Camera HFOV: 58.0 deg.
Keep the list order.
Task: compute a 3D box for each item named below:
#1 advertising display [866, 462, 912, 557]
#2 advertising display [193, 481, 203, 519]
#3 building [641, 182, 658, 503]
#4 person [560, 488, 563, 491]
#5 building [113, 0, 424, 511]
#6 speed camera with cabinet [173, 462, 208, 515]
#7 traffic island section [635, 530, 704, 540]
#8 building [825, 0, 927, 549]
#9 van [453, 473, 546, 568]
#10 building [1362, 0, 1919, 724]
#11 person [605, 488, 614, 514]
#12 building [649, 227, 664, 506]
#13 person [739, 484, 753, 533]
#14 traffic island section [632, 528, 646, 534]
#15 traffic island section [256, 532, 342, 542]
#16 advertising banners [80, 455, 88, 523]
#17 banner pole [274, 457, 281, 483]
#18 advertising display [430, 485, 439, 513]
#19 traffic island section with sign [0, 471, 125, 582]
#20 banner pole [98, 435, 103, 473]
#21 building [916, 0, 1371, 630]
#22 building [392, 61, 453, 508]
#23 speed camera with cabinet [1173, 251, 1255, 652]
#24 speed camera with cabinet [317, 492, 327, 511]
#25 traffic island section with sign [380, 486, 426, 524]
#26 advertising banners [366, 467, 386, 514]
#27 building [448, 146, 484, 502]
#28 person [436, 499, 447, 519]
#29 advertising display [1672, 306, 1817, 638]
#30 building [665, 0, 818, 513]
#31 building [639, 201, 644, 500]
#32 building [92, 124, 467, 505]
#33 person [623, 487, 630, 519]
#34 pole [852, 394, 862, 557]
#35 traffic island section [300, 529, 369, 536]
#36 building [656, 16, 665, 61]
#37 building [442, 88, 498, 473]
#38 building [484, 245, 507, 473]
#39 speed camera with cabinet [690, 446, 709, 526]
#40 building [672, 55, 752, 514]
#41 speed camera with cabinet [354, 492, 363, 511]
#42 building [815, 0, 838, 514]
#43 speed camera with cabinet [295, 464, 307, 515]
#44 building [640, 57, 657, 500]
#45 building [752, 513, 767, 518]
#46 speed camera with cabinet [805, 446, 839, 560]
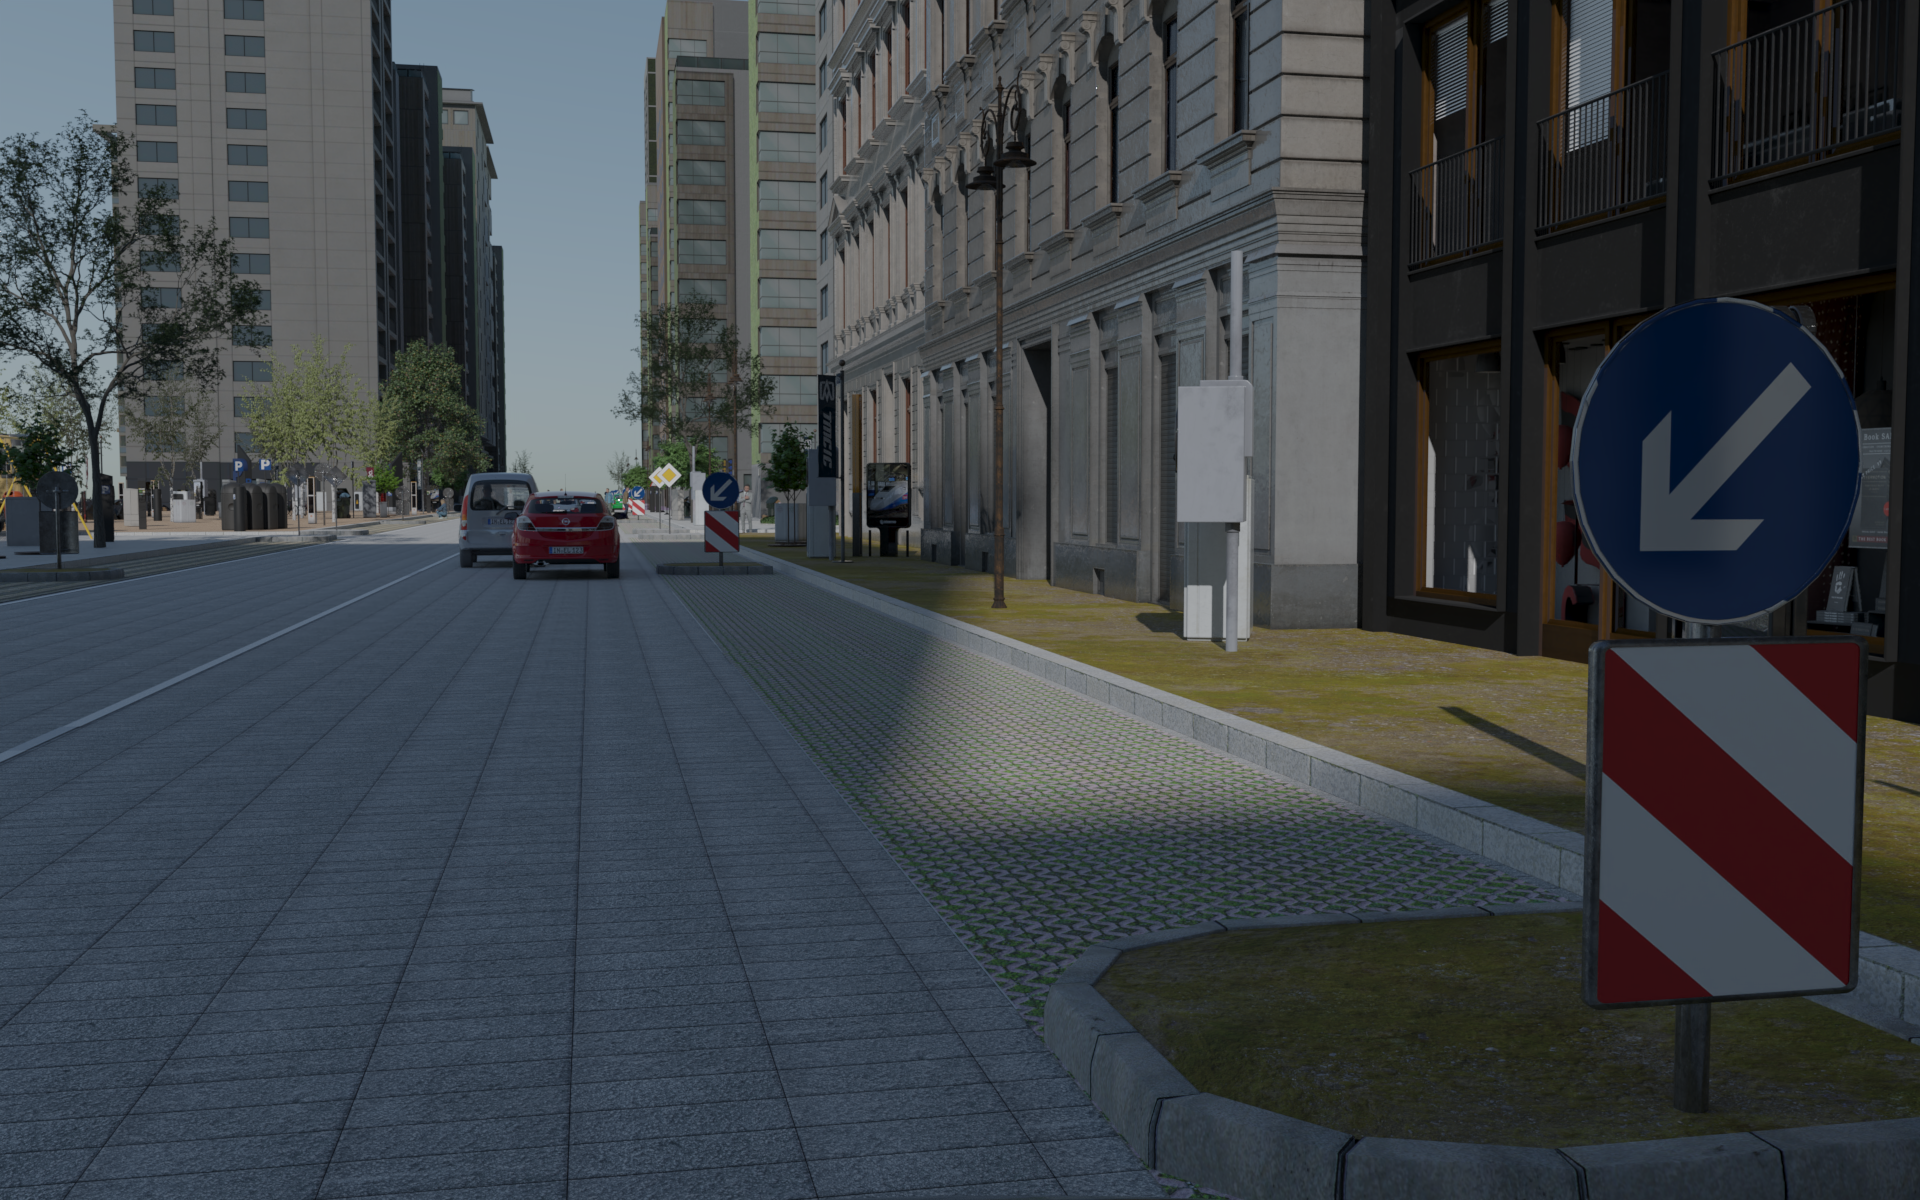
[{"bbox_3d":[-1.457,-1.847,35.406,0.974,1.923,0.123,1,4,23],"label":"advertising display"},{"bbox_3d":[-38.782,-5.076,88.199,0.123,1.923,0.974,-3,5,-43],"label":"advertising display"},{"bbox_3d":[-34.554,-33.466,230.756,14.154,41.232,14.086,-1,4,-12],"label":"building"},{"bbox_3d":[-27.896,-6.906,121.423,0.388,1.821,0.555,2,4,23],"label":"person"},{"bbox_3d":[-54.893,-42.952,140.518,20.563,71.187,20.611,-1,4,-12],"label":"building"},{"bbox_3d":[-47.296,-6.847,106.289,2.038,3.252,0.660,0,4,-2],"label":"speed camera with cabinet"},{"bbox_3d":[-9.295,-2.037,55.589,2.009,0.180,2.903,-1,4,-12],"label":"traffic island section"},{"bbox_3d":[3.078,-12.773,44.993,11.583,22.565,21.152,-1,4,-12],"label":"building"},{"bbox_3d":[-9.286,-1.727,35.243,2.013,2.044,4.112,-1,4,-14],"label":"van"},{"bbox_3d":[11.444,-10.977,9.151,12.332,23.373,15.834,-1,4,-12],"label":"building"},{"bbox_3d":[-20.817,-5.746,102.786,0.601,1.785,0.444,3,4,38],"label":"person"},{"bbox_3d":[-26.988,-25.605,190.337,14.160,30.474,14.107,-1,4,-12],"label":"building"},{"bbox_3d":[-7.536,-3.198,60.972,0.511,1.800,0.466,0,4,-7],"label":"person"},{"bbox_3d":[-10.956,-2.515,63.400,2.009,0.180,2.903,-1,4,-12],"label":"traffic island section"},{"bbox_3d":[-20.341,-1.894,53.254,2.009,0.180,2.903,-1,4,-12],"label":"traffic island section"},{"bbox_3d":[-39.245,-4.981,77.634,0.090,3.025,2.074,-2,4,-35],"label":"advertising banners"},{"bbox_3d":[-41.936,-7.130,106.585,0.401,3.779,0.863,1,4,9],"label":"banner pole"},{"bbox_3d":[-36.512,-7.034,120.225,0.123,1.923,0.974,1,4,22],"label":"advertising display"},{"bbox_3d":[-15.199,-1.245,28.987,1.989,1.847,2.006,-1,4,-12],"label":"traffic island section with sign"},{"bbox_3d":[-36.530,-5.108,73.535,0.401,3.779,0.863,0,4,-3],"label":"banner pole"},{"bbox_3d":[5.665,-10.780,25.397,9.793,20.994,18.267,-1,4,-12],"label":"building"},{"bbox_3d":[-55.115,-29.090,159.223,14.154,41.232,14.086,-1,4,-12],"label":"building"},{"bbox_3d":[2.211,-1.258,14.909,0.660,3.252,2.038,1,4,12],"label":"speed camera with cabinet"},{"bbox_3d":[-48.491,-8.265,129.468,2.038,3.252,0.660,-3,4,-37],"label":"speed camera with cabinet"},{"bbox_3d":[-26.656,-4.545,82.934,1.989,1.847,2.006,-1,4,-12],"label":"traffic island section with sign"},{"bbox_3d":[-37.808,-7.171,113.430,2.074,3.025,0.090,-2,4,-29],"label":"advertising banners"},{"bbox_3d":[-62.501,-31.399,196.962,14.154,41.232,14.086,-1,4,-12],"label":"building"},{"bbox_3d":[-30.001,-5.262,100.027,0.738,1.151,1.012,0,4,4],"label":"person"},{"bbox_3d":[2.853,-0.071,6.370,0.123,1.923,0.974,0,4,3],"label":"advertising display"},{"bbox_3d":[-17.984,-28.403,147.984,14.154,41.232,14.086,-1,4,-12],"label":"building"},{"bbox_3d":[-38.003,-34.300,244.398,14.154,41.232,14.086,-1,4,-12],"label":"building"},{"bbox_3d":[-67.490,-29.641,176.509,32.217,40.220,23.993,-1,4,-12],"label":"building"},{"bbox_3d":[-18.872,-5.470,97.850,0.656,1.842,0.836,2,4,32],"label":"person"},{"bbox_3d":[-2.106,-2.546,35.474,0.158,3.312,0.155,0,3,0],"label":"pole"},{"bbox_3d":[-22.002,-2.372,61.065,2.009,0.180,2.903,-1,4,-12],"label":"traffic island section"},{"bbox_3d":[-21.010,-31.322,162.219,14.600,45.320,14.200,-1,4,-12],"label":"building"},{"bbox_3d":[-76.190,-39.006,226.990,28.713,52.752,27.495,-1,4,-12],"label":"building"},{"bbox_3d":[-79.969,-36.221,275.809,14.154,41.232,14.086,-1,4,-12],"label":"building"},{"bbox_3d":[-10.655,-4.688,70.989,0.660,3.252,2.038,-1,4,-14],"label":"speed camera with cabinet"},{"bbox_3d":[-12.651,-21.255,119.223,14.160,30.474,14.107,-1,4,-12],"label":"building"},{"bbox_3d":[-45.551,-8.441,132.340,2.038,3.252,0.660,3,5,43],"label":"speed camera with cabinet"},{"bbox_3d":[4.862,-39.116,77.801,20.611,71.187,20.563,-1,4,-12],"label":"building"},{"bbox_3d":[-40.361,-6.819,105.818,0.660,3.252,2.038,-1,4,-14],"label":"speed camera with cabinet"},{"bbox_3d":[-43.167,-51.770,284.694,20.563,71.187,20.611,-1,4,-12],"label":"building"},{"bbox_3d":[-5.025,-25.344,97.963,14.154,41.232,14.086,-1,4,-12],"label":"building"},{"bbox_3d":[-2.752,-2.445,34.308,0.660,3.252,2.038,0,4,-6],"label":"speed camera with cabinet"}]
